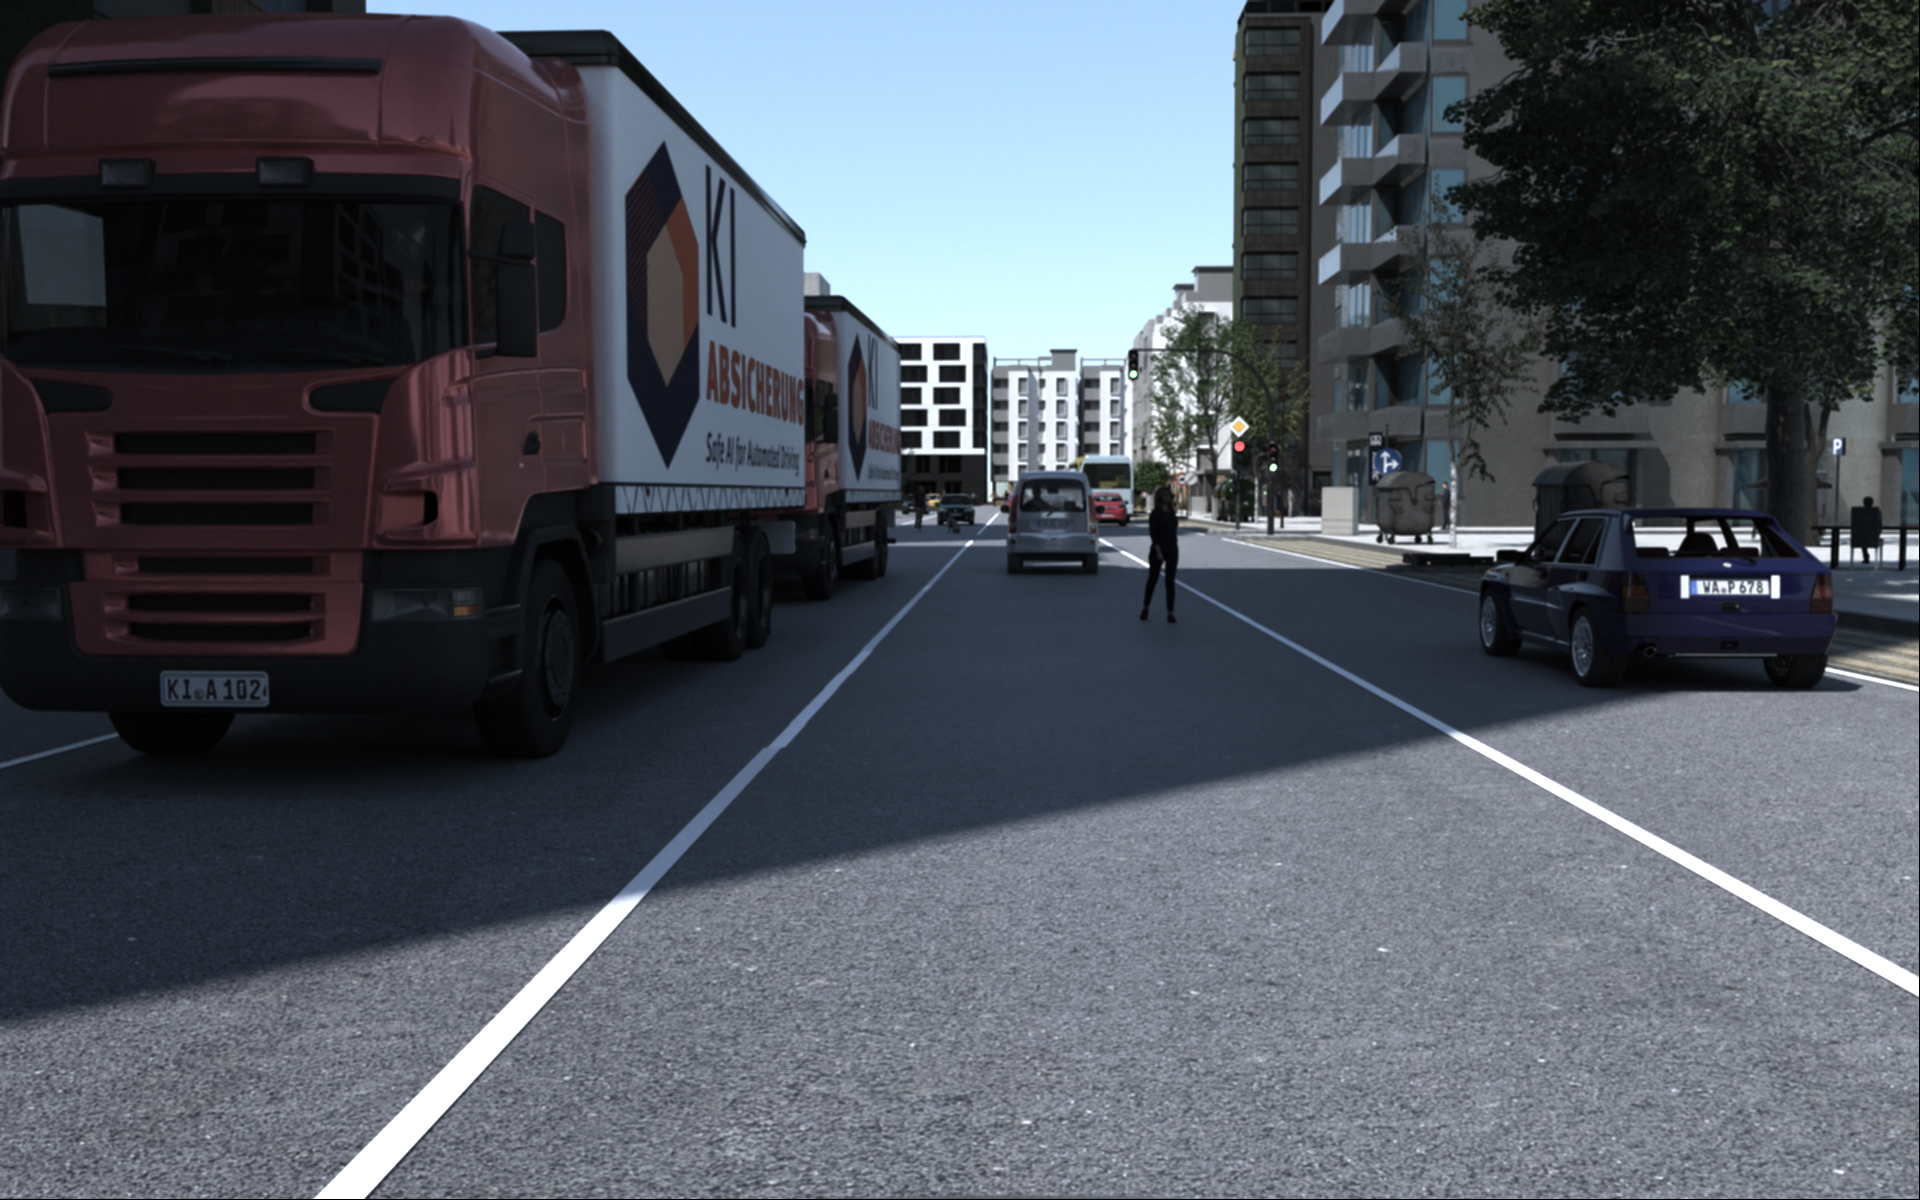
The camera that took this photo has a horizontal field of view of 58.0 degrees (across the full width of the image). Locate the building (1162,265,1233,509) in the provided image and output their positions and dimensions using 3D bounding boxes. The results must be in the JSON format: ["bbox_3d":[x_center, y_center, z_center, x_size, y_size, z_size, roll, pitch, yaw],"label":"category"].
[{"bbox_3d":[26.163,-17.891,148.930,16.016,20.091,11.380,0,4,2],"label":"building"}]

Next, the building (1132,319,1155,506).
[{"bbox_3d":[27.656,-19.365,183.071,16.747,18.905,31.486,0,4,2],"label":"building"}]

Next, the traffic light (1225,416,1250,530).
[{"bbox_3d":[9.958,-4.476,62.098,0.839,4.253,0.868,0,4,2],"label":"traffic light"}]

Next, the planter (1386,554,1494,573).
[{"bbox_3d":[9.007,-0.678,32.217,1.991,0.319,1.994,0,4,2],"label":"planter"}]

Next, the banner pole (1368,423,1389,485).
[{"bbox_3d":[14.901,-4.370,61.472,0.863,3.779,0.401,2,4,25],"label":"banner pole"}]

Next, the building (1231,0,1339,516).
[{"bbox_3d":[23.418,-20.411,105.416,14.160,30.474,14.107,0,4,2],"label":"building"}]

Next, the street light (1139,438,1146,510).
[{"bbox_3d":[14.441,-10.031,136.787,0.468,5.910,1.993,0,4,2],"label":"street light"}]

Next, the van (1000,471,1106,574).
[{"bbox_3d":[1.742,-1.559,32.499,2.013,2.044,4.112,0,4,3],"label":"van"}]

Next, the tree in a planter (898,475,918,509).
[{"bbox_3d":[-4.866,-10.267,165.085,1.991,3.239,1.994,0,4,2],"label":"tree in a planter"}]

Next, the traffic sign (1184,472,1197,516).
[{"bbox_3d":[13.295,-6.102,99.868,0.768,2.556,0.104,0,4,5],"label":"traffic sign"}]

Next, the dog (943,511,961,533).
[{"bbox_3d":[-0.199,-2.869,63.742,0.513,0.831,0.800,-3,5,-43],"label":"dog"}]

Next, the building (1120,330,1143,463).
[{"bbox_3d":[27.590,-21.286,204.440,16.016,20.091,11.380,0,4,2],"label":"building"}]

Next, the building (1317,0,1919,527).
[{"bbox_3d":[31.119,-27.862,75.148,30.456,49.044,23.786,0,4,2],"label":"building"}]

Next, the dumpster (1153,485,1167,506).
[{"bbox_3d":[13.785,-6.820,117.258,1.264,1.857,1.865,0,4,2],"label":"dumpster"}]

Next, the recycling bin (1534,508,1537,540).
[{"bbox_3d":[11.259,-1.216,32.434,0.722,1.027,0.722,-2,4,-33],"label":"recycling bin"}]

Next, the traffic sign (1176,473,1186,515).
[{"bbox_3d":[13.559,-6.465,105.814,0.768,2.556,0.104,1,4,11],"label":"traffic sign"}]

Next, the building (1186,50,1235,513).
[{"bbox_3d":[33.239,-26.438,124.142,32.217,40.220,23.993,0,4,2],"label":"building"}]

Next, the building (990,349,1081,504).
[{"bbox_3d":[9.834,-22.968,231.943,11.380,20.091,16.016,0,4,2],"label":"building"}]

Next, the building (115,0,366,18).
[{"bbox_3d":[-28.810,-23.662,41.500,28.867,44.769,22.147,0,4,2],"label":"building"}]

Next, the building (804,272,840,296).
[{"bbox_3d":[-19.057,-17.599,154.199,16.747,18.905,31.486,0,4,2],"label":"building"}]

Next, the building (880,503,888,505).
[{"bbox_3d":[-24.849,-20.611,203.444,31.486,18.905,16.747,0,4,2],"label":"building"}]

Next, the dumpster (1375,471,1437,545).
[{"bbox_3d":[11.433,-2.363,44.399,1.264,1.857,1.865,0,4,2],"label":"dumpster"}]

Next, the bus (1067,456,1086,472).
[{"bbox_3d":[8.489,-7.356,111.811,2.896,3.916,12.252,0,4,1],"label":"bus"}]

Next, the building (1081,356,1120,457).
[{"bbox_3d":[21.726,-22.970,231.978,11.380,20.091,16.016,0,4,2],"label":"building"}]

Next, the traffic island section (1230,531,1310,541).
[{"bbox_3d":[9.736,-1.954,54.230,2.009,0.180,2.903,0,4,2],"label":"traffic island section"}]

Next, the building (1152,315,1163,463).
[{"bbox_3d":[26.039,-18.625,160.931,16.016,20.091,11.380,0,4,2],"label":"building"}]

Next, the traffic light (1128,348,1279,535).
[{"bbox_3d":[7.603,-4.855,54.044,4.771,5.953,1.251,0,4,2],"label":"traffic light"}]

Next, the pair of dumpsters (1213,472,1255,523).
[{"bbox_3d":[12.630,-4.696,79.267,1.574,2.255,4.437,0,4,2],"label":"pair of dumpsters"}]

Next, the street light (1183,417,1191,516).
[{"bbox_3d":[13.296,-7.846,101.062,0.468,5.910,1.993,0,4,2],"label":"street light"}]

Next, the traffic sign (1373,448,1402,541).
[{"bbox_3d":[11.777,-2.916,47.775,0.768,2.556,0.104,1,4,9],"label":"traffic sign"}]

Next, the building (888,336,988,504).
[{"bbox_3d":[-12.604,-24.143,238.709,32.646,21.610,27.936,0,4,2],"label":"building"}]

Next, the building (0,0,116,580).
[{"bbox_3d":[-21.065,-15.296,21.785,14.160,30.474,14.107,0,4,2],"label":"building"}]

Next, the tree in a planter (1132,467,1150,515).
[{"bbox_3d":[11.767,-7.275,116.176,1.991,3.239,1.994,0,4,2],"label":"tree in a planter"}]

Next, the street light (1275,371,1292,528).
[{"bbox_3d":[12.181,-5.660,65.330,0.468,5.910,1.993,0,4,2],"label":"street light"}]

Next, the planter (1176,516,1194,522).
[{"bbox_3d":[10.847,-4.105,88.258,1.991,0.319,1.994,0,4,2],"label":"planter"}]

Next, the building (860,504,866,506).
[{"bbox_3d":[-17.226,-20.264,187.730,16.016,20.091,11.380,0,4,2],"label":"building"}]

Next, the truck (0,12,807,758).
[{"bbox_3d":[-3.165,-1.464,12.855,2.839,4.237,11.283,0,4,3],"label":"truck"}]

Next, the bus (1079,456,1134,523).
[{"bbox_3d":[7.419,-5.775,89.274,2.948,3.499,13.247,0,4,4],"label":"bus"}]

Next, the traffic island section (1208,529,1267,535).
[{"bbox_3d":[9.997,-2.442,62.210,2.009,0.180,2.903,0,4,2],"label":"traffic island section"}]

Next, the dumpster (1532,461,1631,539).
[{"bbox_3d":[11.092,-1.538,30.912,1.264,1.857,1.865,0,4,2],"label":"dumpster"}]
